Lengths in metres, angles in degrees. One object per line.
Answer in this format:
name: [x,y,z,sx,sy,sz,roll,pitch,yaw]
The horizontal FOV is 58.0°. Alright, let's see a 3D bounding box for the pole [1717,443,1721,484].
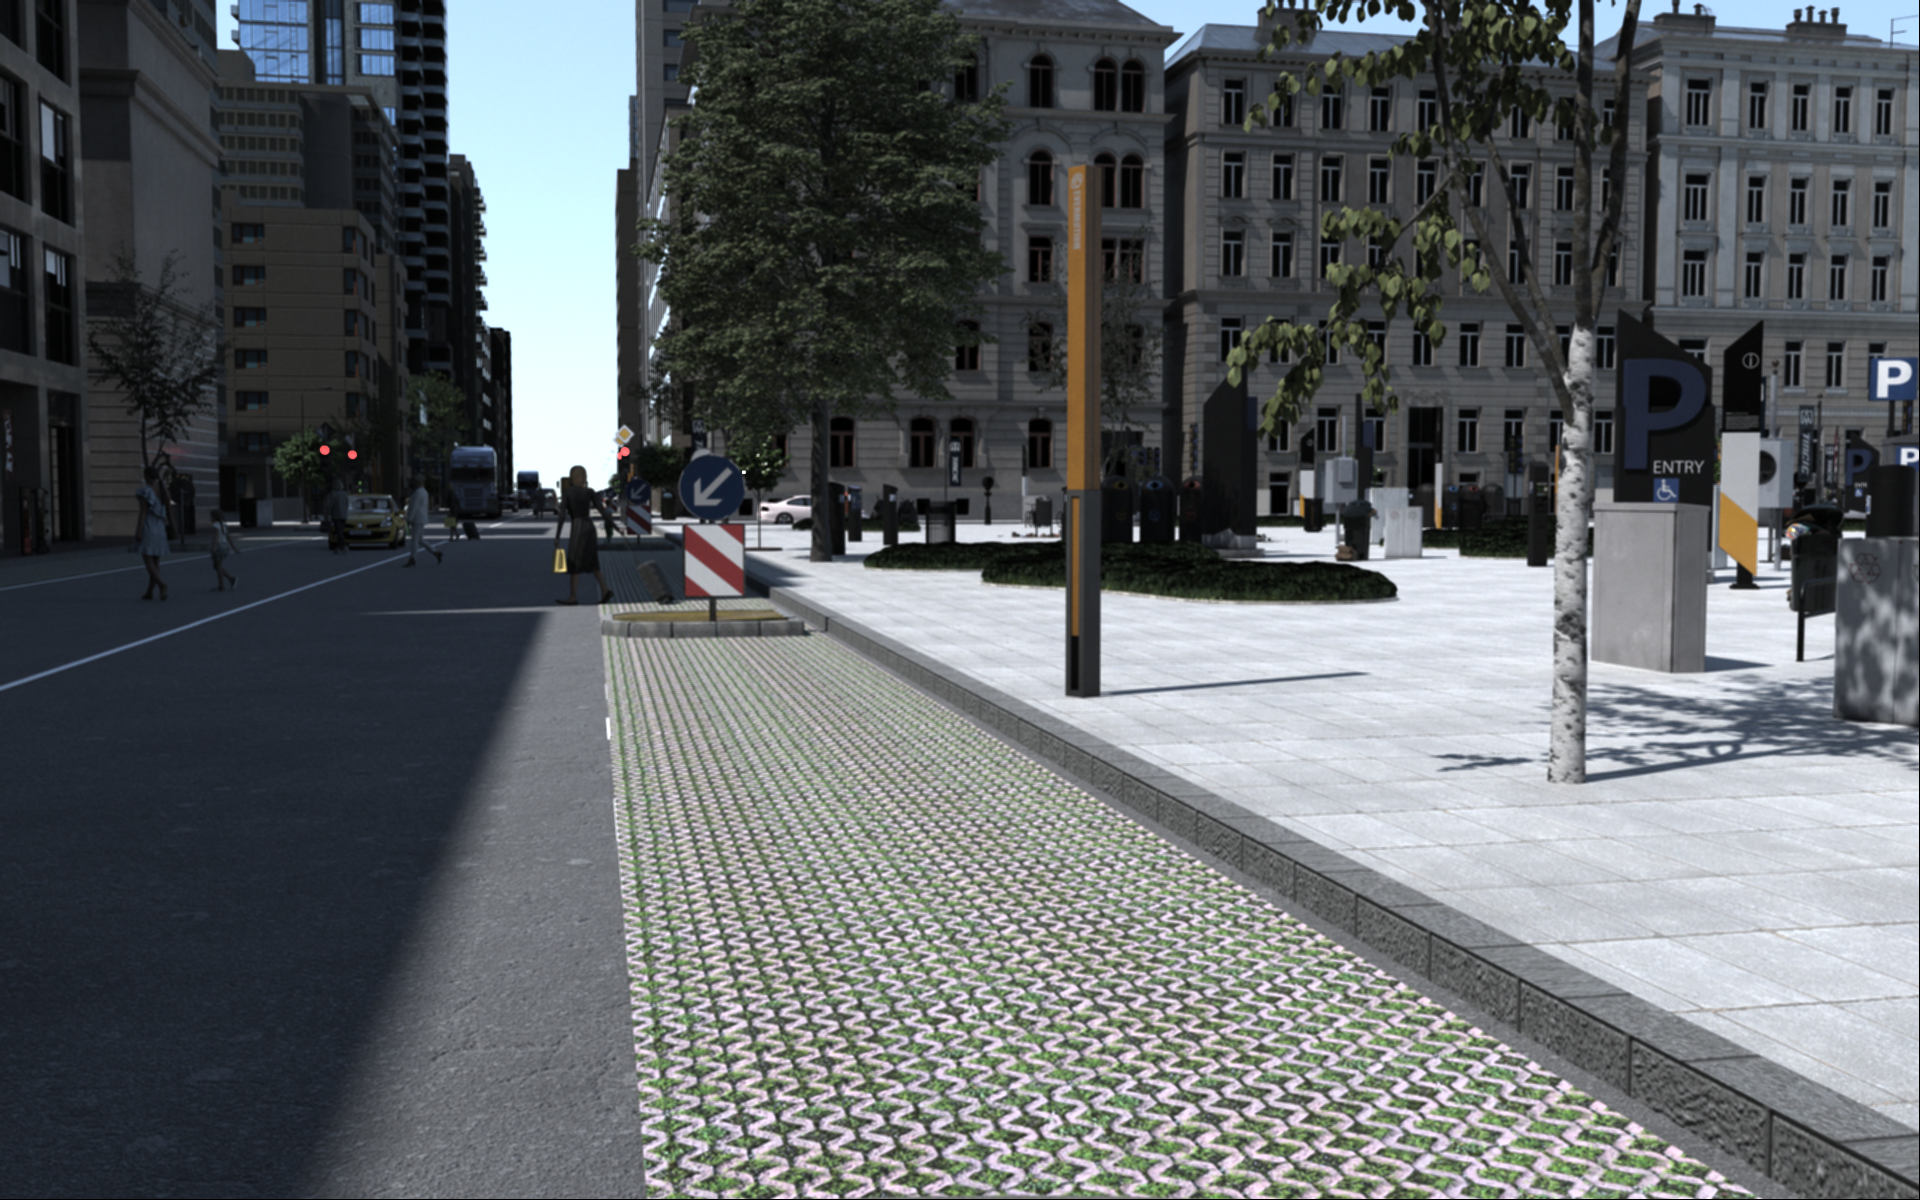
pole: [30.021,-4.561,68.415,0.158,3.312,0.155,0,3,0]

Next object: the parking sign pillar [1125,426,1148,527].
parking sign pillar: [7.035,-4.930,69.072,1.447,3.967,1.447,2,4,30]

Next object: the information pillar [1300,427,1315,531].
information pillar: [12.099,-4.216,60.292,0.504,3.616,0.183,0,4,7]

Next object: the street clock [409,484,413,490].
street clock: [-40.500,-7.538,127.824,0.358,2.002,0.471,-1,4,-14]

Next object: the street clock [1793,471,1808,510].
street clock: [26.096,-3.010,53.784,0.471,2.002,0.358,2,4,32]

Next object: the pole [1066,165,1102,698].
pole: [0.780,-1.043,10.900,0.158,3.312,0.155,0,3,0]

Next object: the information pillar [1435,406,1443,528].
information pillar: [12.861,-3.374,46.519,0.183,3.616,0.504,0,4,4]

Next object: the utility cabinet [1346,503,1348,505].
utility cabinet: [12.331,-2.556,52.952,1.020,1.237,0.306,0,4,-3]

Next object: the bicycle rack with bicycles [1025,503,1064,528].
bicycle rack with bicycles: [3.526,-3.270,66.854,2.852,0.926,2.925,2,4,28]

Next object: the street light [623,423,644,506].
street light: [-21.253,-8.588,112.947,1.470,5.913,1.316,-1,4,-12]

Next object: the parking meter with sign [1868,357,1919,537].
parking meter with sign: [11.661,-1.540,21.432,0.543,3.016,1.738,1,4,19]

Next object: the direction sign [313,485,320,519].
direction sign: [-32.635,-5.855,87.730,0.379,3.537,0.876,2,4,33]

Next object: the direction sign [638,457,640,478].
direction sign: [-19.532,-6.945,105.553,0.379,3.537,0.876,-1,4,-22]

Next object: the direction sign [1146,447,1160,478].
direction sign: [9.343,-5.620,83.877,0.876,3.537,0.379,-3,4,-38]

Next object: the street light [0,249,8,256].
street light: [-18.724,-3.689,32.854,1.470,5.913,1.316,-1,4,-12]

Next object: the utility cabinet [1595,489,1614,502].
utility cabinet: [26.375,-3.765,70.236,1.173,1.500,0.318,3,5,45]

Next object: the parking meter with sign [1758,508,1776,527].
parking meter with sign: [31.095,-4.311,66.742,1.738,3.016,0.543,1,4,21]

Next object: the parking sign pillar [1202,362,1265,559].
parking sign pillar: [5.439,-2.841,34.917,1.447,3.967,1.447,-2,4,-27]

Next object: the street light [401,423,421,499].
street light: [-36.027,-8.629,113.628,1.470,5.913,1.316,-1,4,-12]

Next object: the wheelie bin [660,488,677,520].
wheelie bin: [-14.274,-4.700,84.756,0.693,1.594,0.980,-2,4,-30]

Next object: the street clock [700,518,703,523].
street clock: [-7.178,-2.676,48.330,0.358,2.002,0.471,-1,4,-8]

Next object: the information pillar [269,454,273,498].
information pillar: [-40.379,-6.754,101.789,0.504,3.616,0.183,2,4,24]

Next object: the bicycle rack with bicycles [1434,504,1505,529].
bicycle rack with bicycles: [17.831,-2.927,61.239,2.852,0.926,2.925,3,5,41]

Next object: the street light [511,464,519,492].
street light: [-69.420,-18.191,269.970,1.470,5.913,1.316,-1,4,-12]

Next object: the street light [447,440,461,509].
street light: [-43.669,-10.827,149.561,1.470,5.913,1.316,-1,4,-12]

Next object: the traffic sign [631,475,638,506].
traffic sign: [-21.742,-7.120,116.510,0.768,2.556,0.104,-1,4,-11]

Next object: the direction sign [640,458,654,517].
direction sign: [-17.522,-6.488,98.077,0.876,3.537,0.379,0,4,-6]

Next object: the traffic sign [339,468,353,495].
traffic sign: [-30.217,-5.220,85.453,0.768,2.556,0.104,0,4,-8]

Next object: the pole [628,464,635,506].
pole: [-22.095,-7.529,116.949,0.158,3.312,0.155,0,3,0]

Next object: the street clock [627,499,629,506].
street clock: [-27.462,-8.476,143.157,0.471,2.002,0.358,-1,4,-10]

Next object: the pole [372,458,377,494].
pole: [-32.775,-6.311,97.021,0.158,3.312,0.155,0,3,0]

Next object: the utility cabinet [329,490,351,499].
utility cabinet: [-36.193,-5.657,101.163,1.173,1.500,0.318,0,4,6]

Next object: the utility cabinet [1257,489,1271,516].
utility cabinet: [14.328,-4.558,83.200,1.173,1.500,0.318,2,4,23]

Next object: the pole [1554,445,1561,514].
pole: [24.921,-4.794,72.219,0.158,3.312,0.155,0,3,0]

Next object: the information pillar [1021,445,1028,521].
information pillar: [3.080,-5.554,82.162,0.183,3.616,0.504,1,4,22]

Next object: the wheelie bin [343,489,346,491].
wheelie bin: [-35.666,-5.611,99.642,0.980,1.594,0.693,1,4,9]

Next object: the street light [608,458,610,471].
street light: [-37.092,-13.143,187.433,1.470,5.913,1.316,-1,4,-12]

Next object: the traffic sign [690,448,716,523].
traffic sign: [-7.072,-2.927,47.956,0.768,2.556,0.104,0,4,-4]

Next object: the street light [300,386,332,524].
street light: [-27.776,-6.252,74.759,1.470,5.913,1.316,-1,4,-12]

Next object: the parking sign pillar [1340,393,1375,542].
parking sign pillar: [10.964,-3.579,46.992,1.447,3.967,1.447,1,4,16]

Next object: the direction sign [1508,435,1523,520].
direction sign: [21.386,-4.571,66.728,0.876,3.537,0.379,-3,4,-38]

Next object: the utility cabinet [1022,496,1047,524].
utility cabinet: [3.185,-3.841,73.956,1.020,1.237,0.306,0,4,4]

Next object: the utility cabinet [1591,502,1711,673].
utility cabinet: [5.115,-0.104,12.867,0.306,1.237,1.020,-1,4,-13]

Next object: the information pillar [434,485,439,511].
information pillar: [-40.453,-7.910,133.813,0.304,2.012,0.304,-3,5,-42]

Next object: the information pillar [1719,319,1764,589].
information pillar: [10.520,-1.955,23.311,0.504,3.616,0.183,1,4,10]

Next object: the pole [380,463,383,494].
pole: [-37.682,-7.278,112.833,0.158,3.312,0.155,0,3,0]

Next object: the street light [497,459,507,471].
street light: [-61.115,-15.813,231.089,1.470,5.913,1.316,-1,4,-12]

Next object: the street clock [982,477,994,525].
street clock: [1.163,-4.139,72.239,0.358,2.002,0.471,3,5,45]

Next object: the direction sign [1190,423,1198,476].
direction sign: [7.533,-3.909,55.909,0.379,3.537,0.876,0,4,-7]

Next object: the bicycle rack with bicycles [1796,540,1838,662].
bicycle rack with bicycles: [7.885,-0.001,13.405,2.852,0.926,2.925,3,5,41]

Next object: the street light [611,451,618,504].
street light: [-29.472,-10.931,151.269,1.470,5.913,1.316,-1,4,-12]

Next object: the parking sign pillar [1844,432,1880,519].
parking sign pillar: [38.908,-5.274,74.707,1.447,3.967,1.447,-2,4,-28]

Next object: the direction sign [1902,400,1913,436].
direction sign: [19.374,-2.659,35.475,0.379,3.537,0.876,1,4,19]

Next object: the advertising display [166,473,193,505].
advertising display: [-24.460,-3.004,54.323,0.974,1.923,0.123,1,4,22]

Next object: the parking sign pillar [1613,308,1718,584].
parking sign pillar: [10.181,-2.237,25.044,1.447,3.967,1.447,1,4,11]
